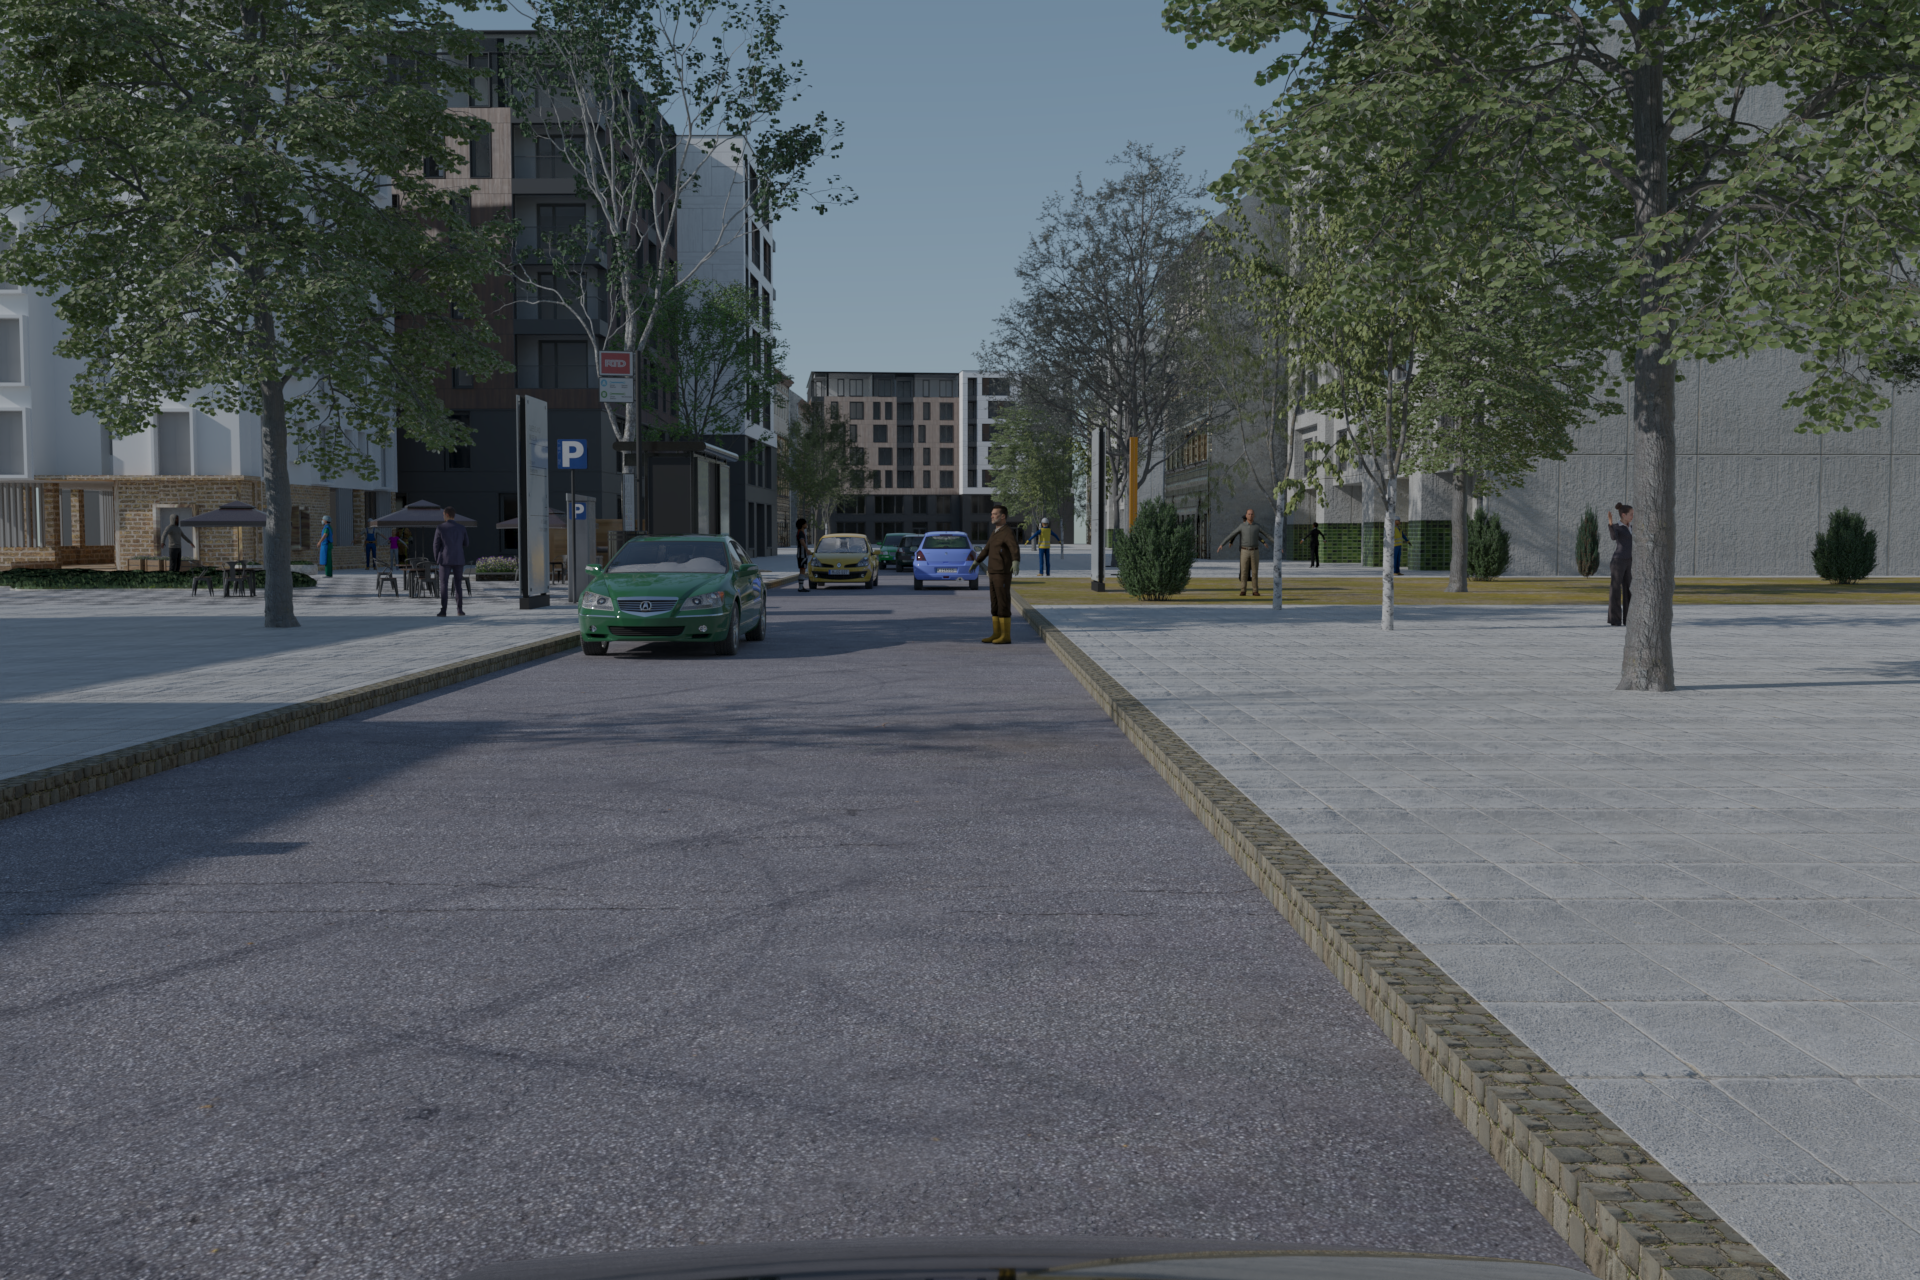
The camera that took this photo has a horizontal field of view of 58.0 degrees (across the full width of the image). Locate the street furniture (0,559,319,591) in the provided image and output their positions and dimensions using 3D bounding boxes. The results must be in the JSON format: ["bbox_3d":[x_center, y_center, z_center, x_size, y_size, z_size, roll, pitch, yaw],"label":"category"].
[{"bbox_3d":[-20.300,-1.558,41.097,10.072,0.657,5.734,0,4,-7],"label":"street furniture"}]

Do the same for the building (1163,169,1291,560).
[{"bbox_3d":[21.568,-16.131,94.675,19.493,23.208,18.063,0,4,0],"label":"building"}]

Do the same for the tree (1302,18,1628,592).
[{"bbox_3d":[11.173,-7.352,38.336,7.486,12.596,7.792,0,3,0],"label":"tree"}]

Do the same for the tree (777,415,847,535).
[{"bbox_3d":[-9.282,-9.551,106.516,4.737,8.622,4.395,0,3,0],"label":"tree"}]

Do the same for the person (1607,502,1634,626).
[{"bbox_3d":[9.227,-1.053,24.066,0.445,1.727,0.742,2,4,30],"label":"person"}]

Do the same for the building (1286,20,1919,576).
[{"bbox_3d":[24.415,-12.352,68.413,16.747,18.905,31.486,0,4,0],"label":"building"}]

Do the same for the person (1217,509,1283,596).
[{"bbox_3d":[6.017,-1.814,35.930,1.348,1.796,0.705,0,4,6],"label":"person"}]

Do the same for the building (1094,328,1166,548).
[{"bbox_3d":[21.776,-17.784,157.231,16.747,18.905,31.486,0,4,0],"label":"building"}]

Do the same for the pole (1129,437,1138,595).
[{"bbox_3d":[3.657,-2.612,36.546,0.158,3.312,0.155,0,3,0],"label":"pole"}]

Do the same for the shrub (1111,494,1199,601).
[{"bbox_3d":[3.746,-1.786,33.245,1.661,2.075,1.752,0,3,0],"label":"shrub"}]

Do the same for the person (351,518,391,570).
[{"bbox_3d":[-21.114,-3.438,62.072,1.347,1.847,0.705,-1,4,-18],"label":"person"}]

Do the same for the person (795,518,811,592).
[{"bbox_3d":[-3.873,-2.093,42.820,0.704,1.843,1.345,-1,4,-11],"label":"person"}]

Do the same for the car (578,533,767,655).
[{"bbox_3d":[-3.544,-0.621,21.950,2.131,1.459,4.920,0,4,0],"label":"car"}]

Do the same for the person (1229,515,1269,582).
[{"bbox_3d":[7.761,-2.503,46.866,0.705,1.837,1.347,-3,5,-40],"label":"person"}]

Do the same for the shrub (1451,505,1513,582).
[{"bbox_3d":[14.118,-2.620,46.874,1.661,2.075,1.752,0,3,0],"label":"shrub"}]

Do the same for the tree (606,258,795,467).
[{"bbox_3d":[-9.933,-8.587,66.160,9.928,11.665,9.643,0,3,0],"label":"tree"}]

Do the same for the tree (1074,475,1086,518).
[{"bbox_3d":[17.915,-17.774,225.023,7.601,10.594,8.767,0,4,5],"label":"tree"}]

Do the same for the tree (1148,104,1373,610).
[{"bbox_3d":[5.388,-4.801,28.851,4.360,8.622,3.978,0,3,0],"label":"tree"}]

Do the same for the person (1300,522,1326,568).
[{"bbox_3d":[13.456,-3.621,65.926,1.216,1.740,0.721,-2,4,-29],"label":"person"}]

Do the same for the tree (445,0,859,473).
[{"bbox_3d":[-9.526,-12.076,53.332,12.611,20.169,13.585,0,3,0],"label":"tree"}]

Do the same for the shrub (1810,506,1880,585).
[{"bbox_3d":[22.581,-2.434,44.216,1.690,2.028,1.600,0,3,0],"label":"shrub"}]

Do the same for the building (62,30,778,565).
[{"bbox_3d":[-25.018,-14.863,86.986,27.936,21.610,32.646,0,4,1],"label":"building"}]

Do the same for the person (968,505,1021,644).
[{"bbox_3d":[0.498,-0.858,22.621,0.704,1.812,1.346,-2,4,-25],"label":"person"}]

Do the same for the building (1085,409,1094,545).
[{"bbox_3d":[24.818,-22.757,203.009,19.493,23.208,18.063,0,4,0],"label":"building"}]

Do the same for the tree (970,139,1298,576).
[{"bbox_3d":[5.377,-8.741,53.285,12.009,13.543,11.850,0,3,0],"label":"tree"}]

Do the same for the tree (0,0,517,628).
[{"bbox_3d":[-9.737,-6.434,23.326,7.486,12.596,7.792,0,3,0],"label":"tree"}]

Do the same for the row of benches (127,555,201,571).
[{"bbox_3d":[-23.176,-2.132,50.315,1.422,0.672,4.104,-3,5,-45],"label":"row of benches"}]

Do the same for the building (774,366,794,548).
[{"bbox_3d":[-26.304,-20.344,163.554,19.493,23.208,18.063,0,4,1],"label":"building"}]

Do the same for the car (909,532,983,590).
[{"bbox_3d":[-0.368,-2.200,45.562,1.945,1.707,3.694,0,4,-1],"label":"car"}]

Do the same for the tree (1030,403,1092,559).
[{"bbox_3d":[5.128,-8.430,88.192,4.360,8.622,3.978,0,3,0],"label":"tree"}]

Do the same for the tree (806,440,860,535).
[{"bbox_3d":[-10.192,-10.936,129.163,4.360,8.622,3.978,0,3,0],"label":"tree"}]

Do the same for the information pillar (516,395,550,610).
[{"bbox_3d":[-7.412,-2.373,30.106,0.184,3.620,1.656,0,4,-1],"label":"information pillar"}]

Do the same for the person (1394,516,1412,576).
[{"bbox_3d":[13.494,-2.905,53.459,1.349,1.833,0.705,-3,5,-44],"label":"person"}]

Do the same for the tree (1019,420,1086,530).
[{"bbox_3d":[5.257,-9.697,108.911,4.360,8.622,3.978,0,3,0],"label":"tree"}]

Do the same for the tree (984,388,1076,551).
[{"bbox_3d":[5.337,-12.953,129.912,7.486,12.596,7.792,0,3,0],"label":"tree"}]

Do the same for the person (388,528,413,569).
[{"bbox_3d":[-20.663,-3.570,64.139,1.354,1.858,0.705,2,4,34],"label":"person"}]

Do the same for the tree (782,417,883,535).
[{"bbox_3d":[-10.281,-12.403,137.200,8.767,10.594,7.601,-1,4,-10],"label":"tree"}]

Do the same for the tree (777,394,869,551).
[{"bbox_3d":[-9.796,-11.099,115.874,8.767,10.594,7.601,1,4,12],"label":"tree"}]

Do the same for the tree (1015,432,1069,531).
[{"bbox_3d":[5.531,-10.325,119.173,4.737,8.622,4.395,0,3,0],"label":"tree"}]

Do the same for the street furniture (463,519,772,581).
[{"bbox_3d":[-11.670,-2.742,51.688,11.010,1.723,9.812,-1,4,-15],"label":"street furniture"}]

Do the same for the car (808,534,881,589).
[{"bbox_3d":[-3.102,-2.210,46.358,2.015,1.641,3.980,0,4,0],"label":"car"}]

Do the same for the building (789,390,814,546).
[{"bbox_3d":[-27.301,-22.656,201.361,19.493,23.208,18.063,0,4,0],"label":"building"}]

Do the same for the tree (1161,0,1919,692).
[{"bbox_3d":[5.575,-5.886,14.361,7.486,12.596,7.792,0,3,0],"label":"tree"}]

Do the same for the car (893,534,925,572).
[{"bbox_3d":[-1.578,-3.462,66.390,2.009,1.686,4.222,0,4,-1],"label":"car"}]

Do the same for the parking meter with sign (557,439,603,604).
[{"bbox_3d":[-7.127,-2.231,32.734,0.543,3.016,1.738,0,4,-1],"label":"parking meter with sign"}]

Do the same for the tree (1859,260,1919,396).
[{"bbox_3d":[22.276,-6.172,35.327,7.601,10.594,8.767,-1,4,-10],"label":"tree"}]

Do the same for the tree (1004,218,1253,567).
[{"bbox_3d":[6.153,-9.571,66.853,12.009,13.543,11.850,0,3,0],"label":"tree"}]

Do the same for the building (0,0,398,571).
[{"bbox_3d":[-27.152,-12.162,55.267,16.016,20.090,11.380,0,4,-1],"label":"building"}]

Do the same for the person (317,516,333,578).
[{"bbox_3d":[-18.520,-2.721,50.617,0.704,1.817,1.347,0,4,-8],"label":"person"}]

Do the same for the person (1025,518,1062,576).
[{"bbox_3d":[2.553,-2.838,52.860,1.216,1.772,0.721,-1,4,-20],"label":"person"}]

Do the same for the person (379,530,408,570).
[{"bbox_3d":[-19.994,-3.174,61.156,0.991,1.433,0.599,-1,4,-10],"label":"person"}]

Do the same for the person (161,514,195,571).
[{"bbox_3d":[-20.661,-2.417,45.645,0.705,1.813,1.348,1,4,11],"label":"person"}]

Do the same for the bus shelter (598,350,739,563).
[{"bbox_3d":[-6.808,-3.848,40.554,2.179,5.291,8.768,0,4,0],"label":"bus shelter"}]

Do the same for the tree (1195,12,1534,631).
[{"bbox_3d":[5.584,-4.446,23.049,4.737,8.622,4.395,0,3,0],"label":"tree"}]

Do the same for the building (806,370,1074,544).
[{"bbox_3d":[-3.470,-23.335,227.965,32.646,21.610,27.936,0,4,-7],"label":"building"}]

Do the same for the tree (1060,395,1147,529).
[{"bbox_3d":[6.211,-7.735,76.825,4.737,8.622,4.395,0,3,0],"label":"tree"}]

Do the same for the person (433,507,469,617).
[{"bbox_3d":[-7.951,-1.231,27.084,0.541,1.710,0.530,-1,4,-20],"label":"person"}]

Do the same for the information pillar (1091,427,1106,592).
[{"bbox_3d":[3.112,-2.913,38.947,0.184,3.620,1.656,0,4,-1],"label":"information pillar"}]

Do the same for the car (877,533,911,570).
[{"bbox_3d":[-2.421,-3.813,71.139,1.959,1.807,4.718,0,4,-1],"label":"car"}]
